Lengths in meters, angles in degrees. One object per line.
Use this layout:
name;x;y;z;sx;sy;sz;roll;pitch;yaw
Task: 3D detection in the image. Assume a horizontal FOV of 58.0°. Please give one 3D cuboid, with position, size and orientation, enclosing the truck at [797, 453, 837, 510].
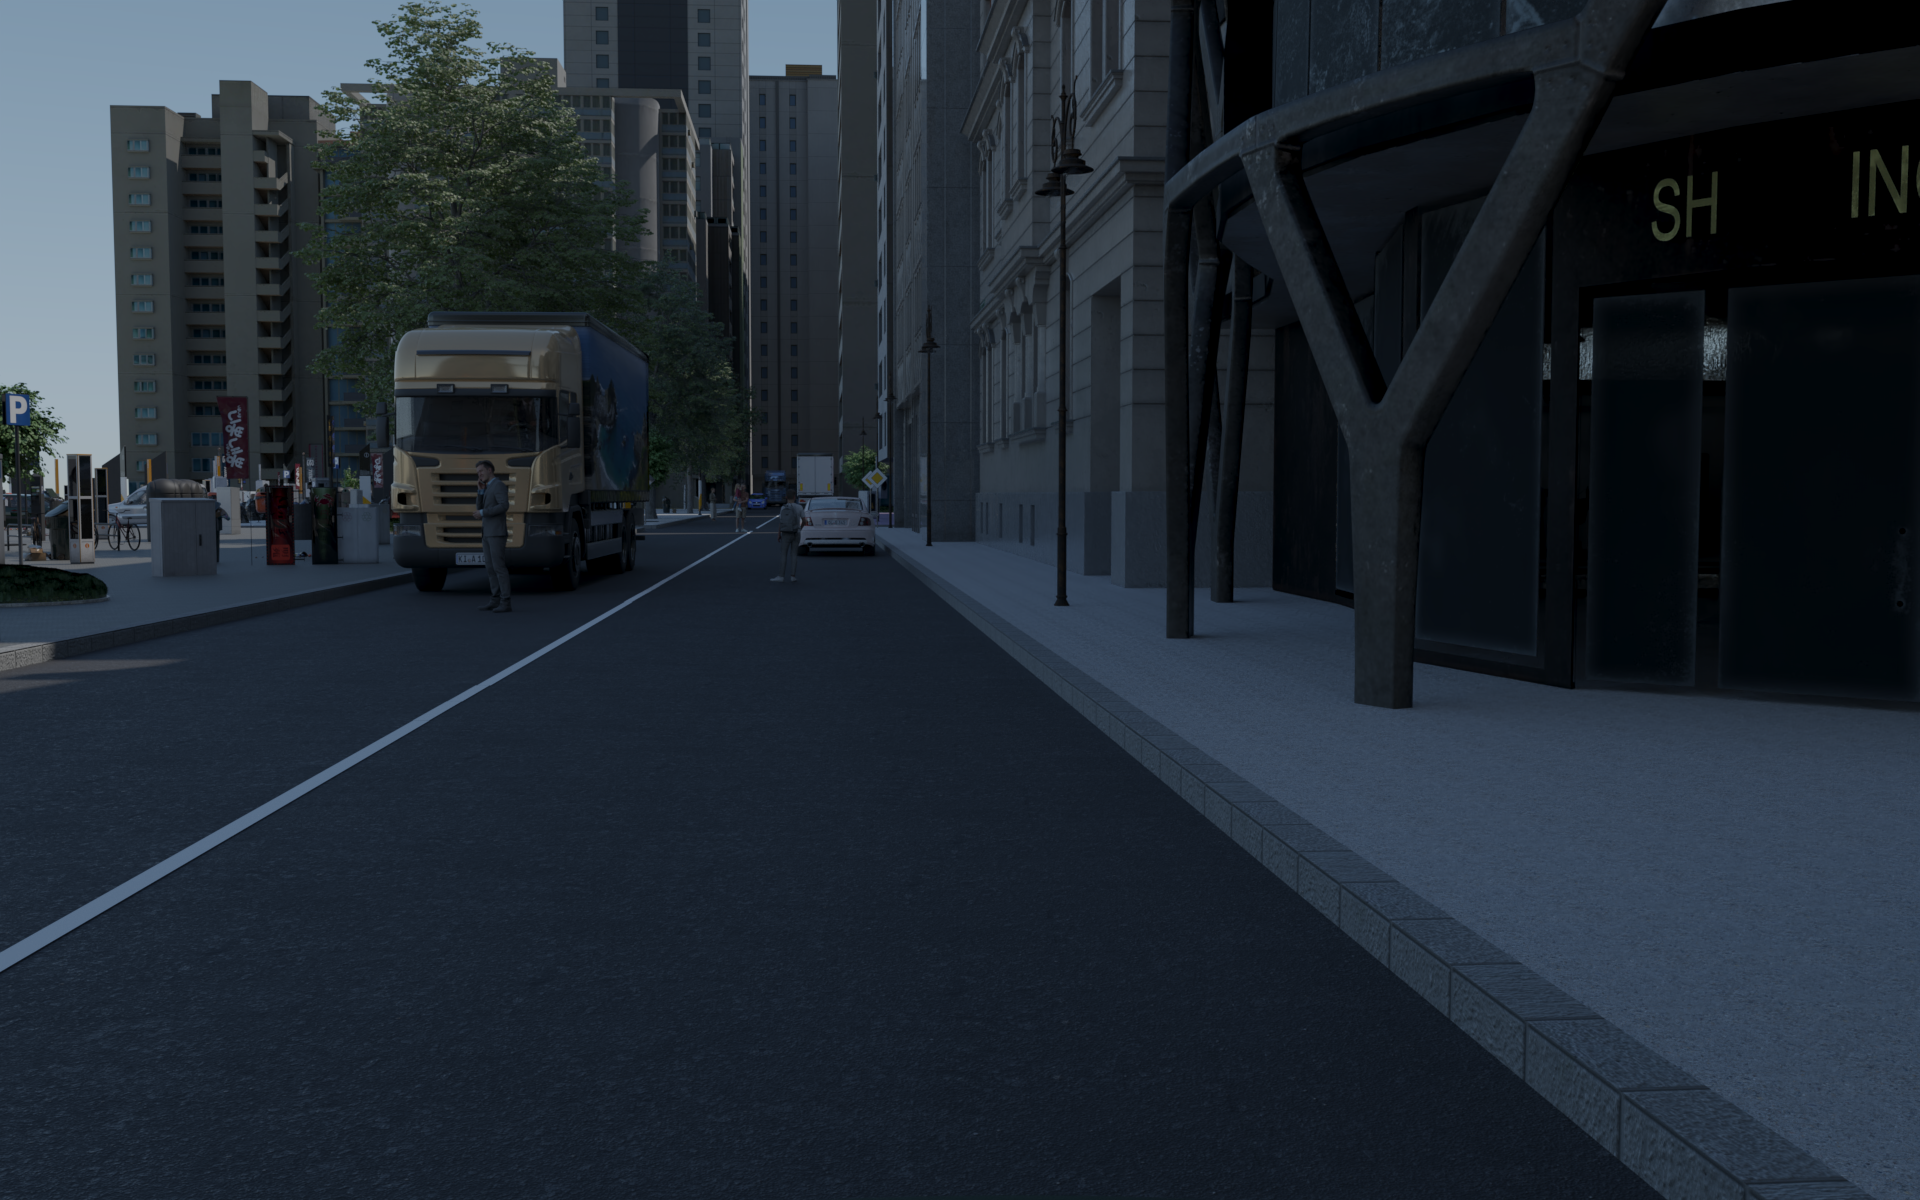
truck;-10.302;-8.282;124.331;2.839;4.237;11.283;0;4;-4

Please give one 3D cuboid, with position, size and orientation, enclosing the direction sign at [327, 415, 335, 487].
direction sign;-18.156;-3.551;50.052;0.379;3.537;0.876;-1;4;-9

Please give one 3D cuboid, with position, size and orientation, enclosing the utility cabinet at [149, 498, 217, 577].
utility cabinet;-12.266;-0.992;27.383;0.306;1.237;1.020;2;4;26

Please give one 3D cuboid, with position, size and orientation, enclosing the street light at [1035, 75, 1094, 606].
street light;1.169;-2.871;19.722;0.468;5.910;1.993;0;4;-5

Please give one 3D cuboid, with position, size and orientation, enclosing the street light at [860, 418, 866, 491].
street light;-5.762;-7.973;103.141;0.468;5.910;1.993;0;4;-5

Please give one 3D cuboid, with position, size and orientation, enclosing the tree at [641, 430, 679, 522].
tree;-14.585;-5.885;79.941;4.285;4.588;4.351;0;3;0

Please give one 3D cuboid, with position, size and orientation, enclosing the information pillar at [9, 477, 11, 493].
information pillar;-74.056;-8.794;135.139;0.504;3.616;0.183;2;4;33

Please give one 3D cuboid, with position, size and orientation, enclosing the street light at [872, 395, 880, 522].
street light;-3.838;-6.594;80.592;0.468;5.910;1.993;0;4;-5

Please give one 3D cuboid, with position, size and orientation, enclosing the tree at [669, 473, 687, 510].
tree;-22.464;-11.703;141.711;4.360;8.622;3.978;0;3;0

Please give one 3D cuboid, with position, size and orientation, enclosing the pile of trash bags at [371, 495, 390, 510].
pile of trash bags;-30.384;-4.946;90.623;3.447;1.369;1.912;3;4;36

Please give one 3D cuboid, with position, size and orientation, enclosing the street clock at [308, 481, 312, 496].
street clock;-36.688;-5.722;98.120;0.471;2.002;0.358;-1;4;-17

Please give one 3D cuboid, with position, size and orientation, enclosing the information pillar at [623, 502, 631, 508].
information pillar;-14.727;-5.212;76.575;0.183;3.616;0.504;2;4;23

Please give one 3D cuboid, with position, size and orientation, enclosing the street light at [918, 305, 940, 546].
street light;-0.760;-4.261;42.462;0.468;5.910;1.993;0;4;-5

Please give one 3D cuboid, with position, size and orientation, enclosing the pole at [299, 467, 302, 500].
pole;-50.027;-8.416;131.438;0.158;3.312;0.155;0;3;0

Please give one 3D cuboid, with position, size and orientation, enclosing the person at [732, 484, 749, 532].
person;-8.306;-3.483;65.414;0.573;1.828;0.580;2;4;25

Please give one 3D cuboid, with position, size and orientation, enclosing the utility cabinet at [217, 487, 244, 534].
utility cabinet;-23.360;-2.854;55.346;0.318;1.500;1.173;-3;5;-43

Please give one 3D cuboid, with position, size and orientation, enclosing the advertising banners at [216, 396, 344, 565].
advertising banners;-12.244;-2.142;31.216;2.074;3.025;0.090;-1;4;-19

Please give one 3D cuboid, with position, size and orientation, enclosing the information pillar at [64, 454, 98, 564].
information pillar;-16.107;-1.666;31.729;0.304;2.012;0.304;2;4;27

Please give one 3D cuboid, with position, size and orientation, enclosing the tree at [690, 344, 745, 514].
tree;-18.165;-11.959;113.650;7.486;12.596;7.792;0;3;0

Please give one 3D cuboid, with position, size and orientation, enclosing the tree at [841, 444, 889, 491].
tree;-6.176;-7.960;113.859;4.285;4.588;4.351;0;3;0

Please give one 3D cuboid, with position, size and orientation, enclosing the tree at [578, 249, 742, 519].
tree;-16.043;-11.147;88.911;9.857;13.997;8.962;0;3;0

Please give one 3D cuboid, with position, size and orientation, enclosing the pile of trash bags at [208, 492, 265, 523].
pile of trash bags;-34.595;-4.522;83.680;3.447;1.369;1.912;-3;4;-36

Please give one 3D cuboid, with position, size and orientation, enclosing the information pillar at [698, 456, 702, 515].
information pillar;-15.895;-7.004;105.877;0.183;3.616;0.504;-1;4;-19

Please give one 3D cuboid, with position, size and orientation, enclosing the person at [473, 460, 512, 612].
person;-5.739;-0.786;21.157;0.447;1.846;0.655;-2;4;-35

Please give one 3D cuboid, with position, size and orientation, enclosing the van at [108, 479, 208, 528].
van;-31.615;-3.716;67.764;4.112;2.044;2.013;0;4;-6

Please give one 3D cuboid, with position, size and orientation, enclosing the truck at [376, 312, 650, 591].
truck;-7.073;-2.451;28.992;2.839;4.237;11.283;0;4;-4

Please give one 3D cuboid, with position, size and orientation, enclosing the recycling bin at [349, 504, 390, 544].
recycling bin;-15.065;-1.936;44.206;0.722;1.027;0.722;2;4;29

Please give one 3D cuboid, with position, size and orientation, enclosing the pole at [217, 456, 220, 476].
pole;-40.052;-6.099;93.567;0.158;3.312;0.155;0;3;0

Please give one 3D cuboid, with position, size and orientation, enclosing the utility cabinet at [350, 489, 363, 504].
utility cabinet;-27.169;-4.242;78.041;0.318;1.500;1.173;0;4;-7

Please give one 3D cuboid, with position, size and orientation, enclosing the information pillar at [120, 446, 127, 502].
information pillar;-40.839;-5.703;84.597;0.504;3.616;0.183;3;5;40

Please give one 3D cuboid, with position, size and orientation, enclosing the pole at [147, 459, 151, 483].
pole;-47.360;-6.568;101.224;0.158;3.312;0.155;0;3;0

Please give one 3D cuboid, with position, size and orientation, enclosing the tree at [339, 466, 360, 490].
tree;-40.986;-7.430;116.085;1.663;3.219;1.824;0;3;0

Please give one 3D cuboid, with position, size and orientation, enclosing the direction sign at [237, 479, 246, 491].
direction sign;-55.820;-8.723;134.624;0.876;3.537;0.379;2;4;26

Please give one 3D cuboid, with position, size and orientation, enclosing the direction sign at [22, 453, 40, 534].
direction sign;-30.146;-3.905;55.845;0.876;3.537;0.379;-1;4;-18

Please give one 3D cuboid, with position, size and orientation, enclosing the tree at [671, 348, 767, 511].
tree;-19.448;-13.092;131.059;9.611;12.733;9.660;0;3;0

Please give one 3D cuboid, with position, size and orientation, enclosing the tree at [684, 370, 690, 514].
tree;-12.467;-8.069;50.050;7.486;12.596;7.792;0;3;0

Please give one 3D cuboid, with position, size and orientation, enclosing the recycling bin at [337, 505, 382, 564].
recycling bin;-11.199;-1.198;32.144;0.722;1.027;0.722;-1;4;-23

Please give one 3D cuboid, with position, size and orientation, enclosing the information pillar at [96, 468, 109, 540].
information pillar;-24.147;-2.706;48.731;0.304;2.012;0.304;-2;4;-32

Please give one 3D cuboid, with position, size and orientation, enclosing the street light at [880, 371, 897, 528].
street light;-2.618;-5.645;65.076;0.468;5.910;1.993;0;4;-5

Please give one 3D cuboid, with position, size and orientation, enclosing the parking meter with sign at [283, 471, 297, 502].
parking meter with sign;-49.794;-8.147;129.466;0.543;3.016;1.738;1;4;13

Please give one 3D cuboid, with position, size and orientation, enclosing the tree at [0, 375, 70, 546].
tree;-23.977;-3.622;42.929;4.285;4.588;4.351;0;3;0

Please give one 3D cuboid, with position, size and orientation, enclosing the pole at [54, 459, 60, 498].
pole;-52.378;-6.522;100.479;0.158;3.312;0.155;0;3;0

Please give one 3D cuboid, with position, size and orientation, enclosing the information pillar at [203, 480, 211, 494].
information pillar;-39.685;-5.309;91.292;0.304;2.012;0.304;-3;5;-44

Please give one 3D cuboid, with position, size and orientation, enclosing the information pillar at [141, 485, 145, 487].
information pillar;-65.493;-8.226;138.981;0.304;2.012;0.304;2;4;33

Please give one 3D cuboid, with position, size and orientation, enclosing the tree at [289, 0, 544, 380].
tree;-11.805;-7.495;40.666;7.486;12.596;7.792;0;3;0

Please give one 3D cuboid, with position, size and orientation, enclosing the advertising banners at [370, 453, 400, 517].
advertising banners;-23.944;-4.729;73.510;2.074;3.025;0.090;0;4;-3

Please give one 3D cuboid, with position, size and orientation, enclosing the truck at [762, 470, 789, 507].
truck;-21.559;-13.055;203.199;2.967;4.110;18.799;0;4;-5

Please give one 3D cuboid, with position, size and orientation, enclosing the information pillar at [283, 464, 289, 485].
information pillar;-52.688;-8.812;135.432;0.504;3.616;0.183;2;4;31

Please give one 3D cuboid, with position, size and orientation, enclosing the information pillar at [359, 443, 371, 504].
information pillar;-27.233;-5.381;79.340;0.504;3.616;0.183;-1;4;-14

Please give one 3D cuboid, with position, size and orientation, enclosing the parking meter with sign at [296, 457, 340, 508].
parking meter with sign;-29.842;-5.171;80.802;1.738;3.016;0.543;-3;5;-45

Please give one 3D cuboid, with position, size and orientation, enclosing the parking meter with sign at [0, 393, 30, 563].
parking meter with sign;-17.234;-2.089;30.420;1.738;3.016;0.543;1;4;14
